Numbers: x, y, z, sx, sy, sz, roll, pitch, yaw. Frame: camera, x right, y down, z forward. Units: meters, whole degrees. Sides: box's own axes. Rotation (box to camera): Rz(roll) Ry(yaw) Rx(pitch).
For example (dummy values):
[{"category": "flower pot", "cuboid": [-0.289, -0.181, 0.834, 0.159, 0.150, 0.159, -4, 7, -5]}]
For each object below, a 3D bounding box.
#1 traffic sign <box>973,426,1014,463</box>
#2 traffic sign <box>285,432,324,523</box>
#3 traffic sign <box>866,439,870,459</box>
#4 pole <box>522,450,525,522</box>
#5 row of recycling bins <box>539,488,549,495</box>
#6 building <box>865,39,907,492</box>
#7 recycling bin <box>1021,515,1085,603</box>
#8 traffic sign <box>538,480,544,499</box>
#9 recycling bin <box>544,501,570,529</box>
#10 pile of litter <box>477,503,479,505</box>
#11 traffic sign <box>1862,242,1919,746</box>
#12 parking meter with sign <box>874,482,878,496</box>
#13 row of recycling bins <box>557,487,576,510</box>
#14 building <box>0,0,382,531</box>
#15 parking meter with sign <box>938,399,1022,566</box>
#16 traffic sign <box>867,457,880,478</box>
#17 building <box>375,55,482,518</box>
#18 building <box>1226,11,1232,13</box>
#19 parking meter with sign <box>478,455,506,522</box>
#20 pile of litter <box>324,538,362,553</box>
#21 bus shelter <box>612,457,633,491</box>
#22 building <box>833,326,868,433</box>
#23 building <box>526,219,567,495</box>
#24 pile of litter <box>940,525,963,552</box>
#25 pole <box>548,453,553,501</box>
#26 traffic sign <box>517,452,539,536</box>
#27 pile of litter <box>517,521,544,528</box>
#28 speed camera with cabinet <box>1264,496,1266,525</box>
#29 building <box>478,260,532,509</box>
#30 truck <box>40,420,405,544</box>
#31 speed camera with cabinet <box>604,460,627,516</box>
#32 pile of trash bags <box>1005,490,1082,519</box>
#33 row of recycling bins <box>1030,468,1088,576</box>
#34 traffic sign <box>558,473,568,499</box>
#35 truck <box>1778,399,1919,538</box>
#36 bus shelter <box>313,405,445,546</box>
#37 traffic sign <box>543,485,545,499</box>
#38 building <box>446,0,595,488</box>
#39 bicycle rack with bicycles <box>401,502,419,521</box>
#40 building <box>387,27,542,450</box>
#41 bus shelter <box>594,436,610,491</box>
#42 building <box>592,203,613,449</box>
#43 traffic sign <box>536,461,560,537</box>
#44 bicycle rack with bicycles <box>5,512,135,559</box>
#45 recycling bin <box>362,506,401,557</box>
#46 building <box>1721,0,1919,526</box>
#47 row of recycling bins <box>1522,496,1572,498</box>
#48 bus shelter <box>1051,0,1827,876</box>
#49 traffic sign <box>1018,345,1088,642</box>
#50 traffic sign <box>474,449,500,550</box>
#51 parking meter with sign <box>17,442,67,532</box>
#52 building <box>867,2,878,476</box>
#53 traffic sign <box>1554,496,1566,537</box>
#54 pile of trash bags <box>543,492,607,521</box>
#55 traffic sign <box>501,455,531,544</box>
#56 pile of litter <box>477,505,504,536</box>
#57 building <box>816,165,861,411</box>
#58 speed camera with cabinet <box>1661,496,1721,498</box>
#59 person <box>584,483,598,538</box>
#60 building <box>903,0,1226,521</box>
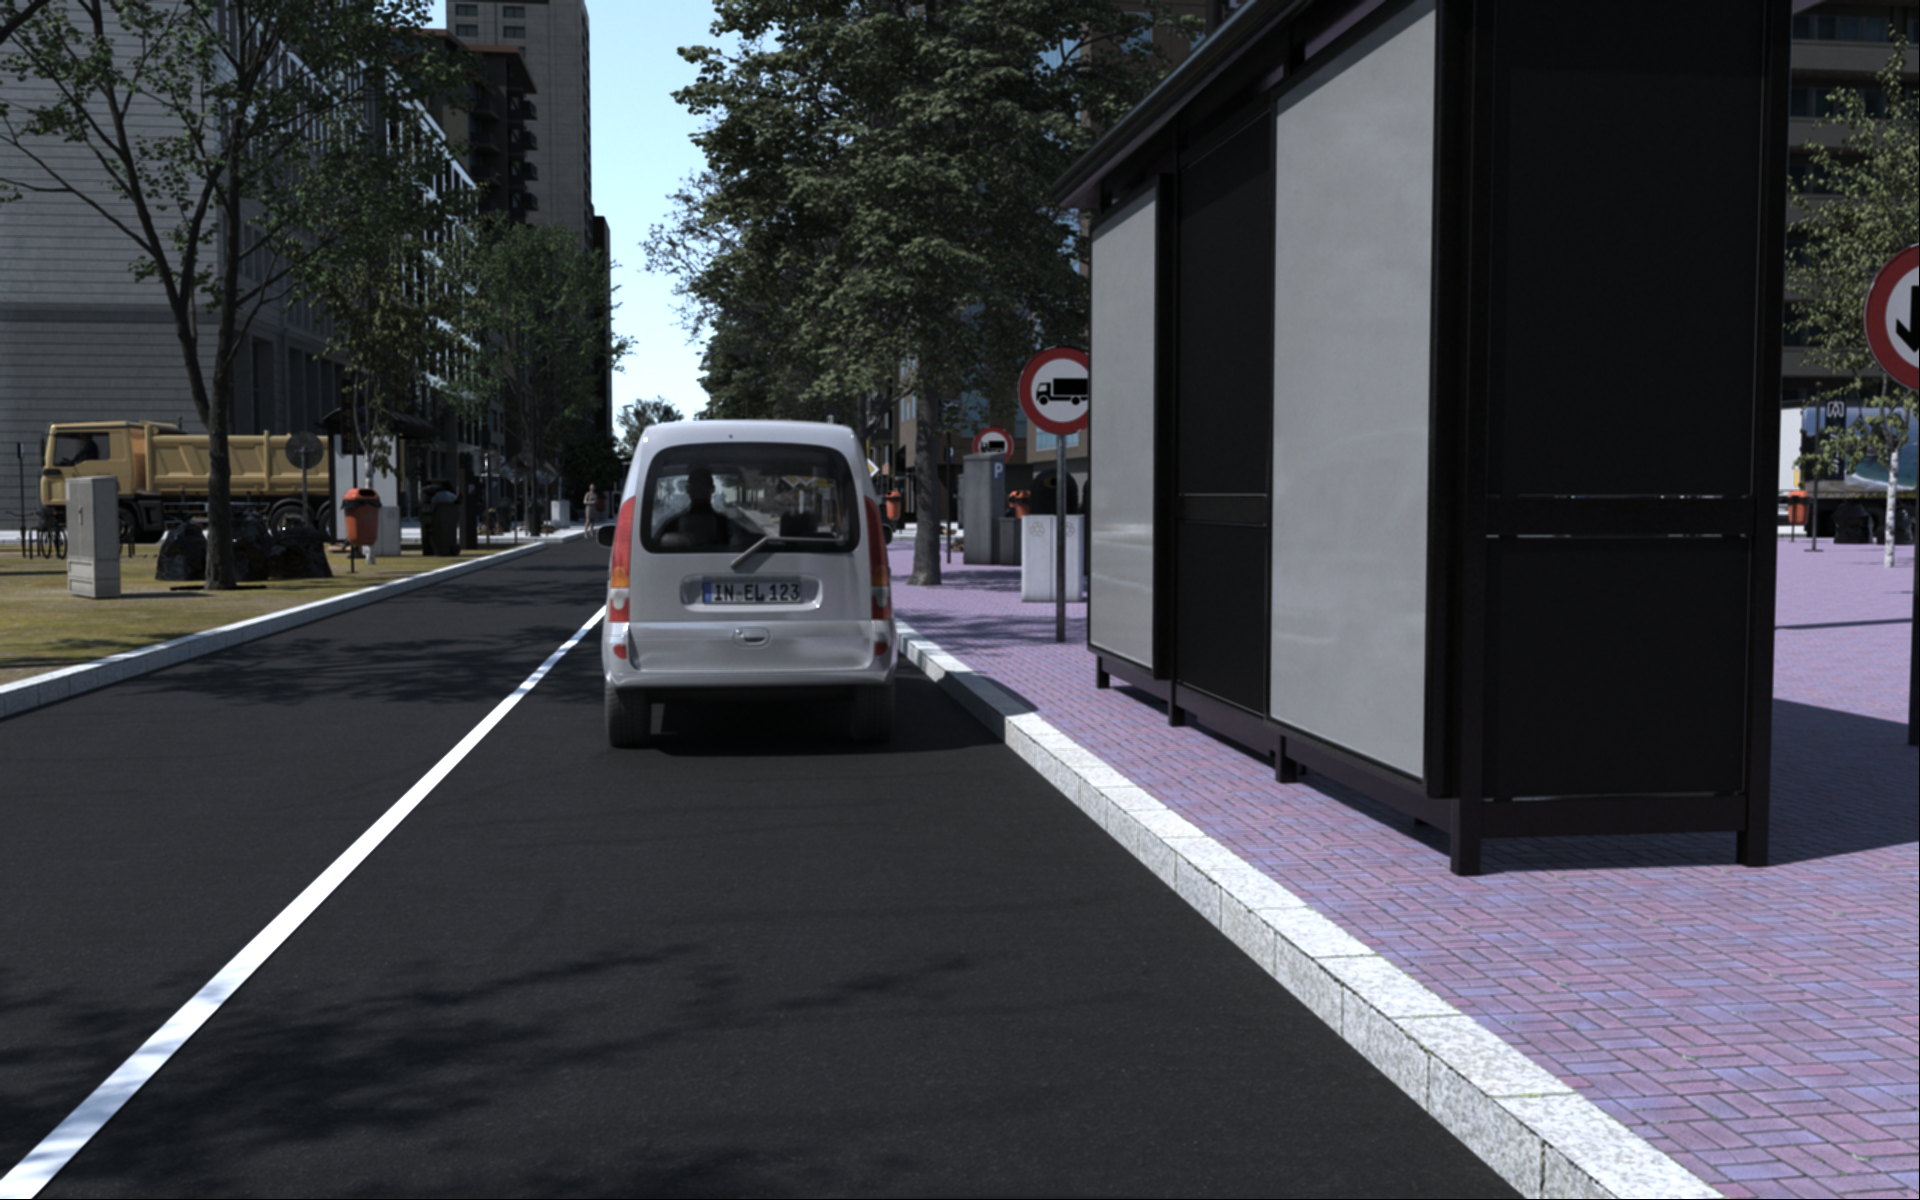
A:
[{"category": "traffic sign", "cuboid": [0.617, -1.980, 32.474, 0.768, 2.556, 0.104, 0, 4, -1]}, {"category": "traffic sign", "cuboid": [-13.388, -2.158, 35.394, 0.768, 2.556, 0.104, 0, 4, -2]}, {"category": "traffic sign", "cuboid": [-4.444, -4.282, 63.876, 2.265, 3.308, 0.079, 0, 4, -2]}, {"category": "pole", "cuboid": [-20.238, -5.294, 80.403, 0.158, 3.312, 0.155, 0, 3, 0]}, {"category": "row of recycling bins", "cuboid": [-28.700, -6.892, 119.794, 1.069, 1.692, 3.534, -1, 4, -10]}, {"category": "building", "cuboid": [2.574, -30.858, 159.155, 22.147, 44.769, 28.867, 0, 4, -8]}, {"category": "recycling bin", "cuboid": [1.122, -0.504, 20.795, 0.722, 1.027, 0.722, 0, 4, 6]}, {"category": "traffic sign", "cuboid": [-20.468, -5.120, 84.901, 0.795, 2.450, 0.064, 0, 4, -4]}, {"category": "recycling bin", "cuboid": [-15.062, -3.189, 64.700, 0.722, 1.027, 0.722, 1, 4, 18]}, {"category": "pile of litter", "cuboid": [-28.462, -5.431, 102.769, 1.176, 0.858, 1.719, 0, 4, -3]}, {"category": "traffic sign", "cuboid": [4.894, -0.530, 8.779, 0.768, 2.556, 0.104, 0, 4, -4]}, {"category": "parking meter with sign", "cuboid": [-5.146, -7.069, 111.839, 1.738, 3.016, 0.543, 1, 4, 13]}, {"category": "row of recycling bins", "cuboid": [-24.105, -6.136, 107.439, 1.069, 1.692, 3.534, -2, 4, -30]}, {"category": "building", "cuboid": [-33.490, -18.164, 74.470, 11.434, 29.767, 29.804, 0, 4, -8]}, {"category": "parking meter with sign", "cuboid": [0.430, -2.149, 31.390, 1.738, 3.016, 0.543, 3, 5, 39]}, {"category": "traffic sign", "cuboid": [-2.851, -3.170, 53.014, 0.795, 2.450, 0.064, 0, 4, -2]}, {"category": "building", "cuboid": [-41.542, -18.420, 105.682, 19.350, 26.468, 34.151, 0, 4, -8]}, {"category": "building", "cuboid": [10.964, -25.807, 72.049, 14.200, 45.320, 14.600, 0, 4, -8]}, {"category": "parking meter with sign", "cuboid": [-21.207, -5.019, 78.324, 1.738, 3.016, 0.543, 3, 5, 43]}, {"category": "pile of litter", "cuboid": [-13.234, -1.457, 37.784, 1.176, 0.858, 1.719, -3, 5, -41]}, {"category": "bus shelter", "cuboid": [-21.025, -7.254, 109.887, 1.731, 3.624, 6.357, 0, 4, -8]}, {"category": "building", "cuboid": [-10.238, -28.102, 231.175, 14.160, 30.474, 14.107, 0, 4, -8]}, {"category": "building", "cuboid": [-65.500, -32.778, 227.794, 32.217, 40.220, 23.993, 0, 4, -8]}, {"category": "pile of litter", "cuboid": [0.311, -1.519, 38.805, 1.719, 0.858, 1.176, -3, 4, -37]}, {"category": "pole", "cuboid": [-20.439, -5.667, 86.506, 0.158, 3.312, 0.155, 0, 3, 0]}, {"category": "traffic sign", "cuboid": [-13.217, -3.221, 52.767, 0.768, 2.556, 0.104, 0, 4, -5]}, {"category": "pile of litter", "cuboid": [-16.426, -3.249, 67.083, 1.719, 0.858, 1.176, -3, 5, -40]}, {"category": "speed camera with cabinet", "cuboid": [7.970, -3.071, 44.554, 2.038, 3.252, 0.660, -3, 4, -38]}, {"category": "building", "cuboid": [-49.796, -17.914, 137.933, 27.650, 21.520, 28.899, 0, 4, -8]}, {"category": "truck", "cuboid": [-20.263, -3.114, 46.843, 9.791, 3.379, 3.469, 0, 4, -8]}, {"category": "speed camera with cabinet", "cuboid": [-19.762, -6.491, 100.456, 0.660, 3.252, 2.038, 2, 4, 28]}, {"category": "pile of trash bags", "cuboid": [2.974, -2.882, 56.875, 3.447, 1.369, 1.912, 3, 5, 41]}, {"category": "row of recycling bins", "cuboid": [2.655, -1.221, 27.071, 3.534, 1.692, 1.069, 2, 4, 33]}, {"category": "traffic sign", "cuboid": [-22.542, -6.017, 98.486, 0.768, 2.556, 0.104, 0, 4, 2]}, {"category": "truck", "cuboid": [30.257, -3.921, 53.017, 11.283, 4.237, 2.839, 0, 4, -7]}, {"category": "bus shelter", "cuboid": [-13.790, -2.912, 41.529, 2.014, 3.302, 5.546, 0, 4, -8]}, {"category": "traffic sign", "cuboid": [-21.686, -5.523, 90.300, 0.884, 2.594, 0.081, 0, 3, 0]}, {"category": "building", "cuboid": [-61.596, -49.661, 250.216, 20.563, 71.187, 20.611, 0, 4, -8]}, {"category": "bicycle rack with bicycles", "cuboid": [-25.334, -4.242, 82.743, 2.925, 0.926, 2.852, -3, 5, -41]}, {"category": "building", "cuboid": [-52.314, -31.276, 165.979, 22.147, 44.769, 28.867, 0, 4, -8]}, {"category": "bus shelter", "cuboid": [-24.462, -8.676, 119.490, 2.179, 5.291, 8.768, 0, 4, -8]}, {"category": "building", "cuboid": [-61.629, -37.881, 269.472, 14.600, 45.320, 14.200, 0, 4, -8]}, {"category": "traffic sign", "cuboid": [-12.445, -2.967, 52.146, 0.795, 2.450, 0.064, 0, 4, -8]}, {"category": "bicycle rack with bicycles", "cuboid": [-17.919, -1.327, 35.086, 2.852, 0.926, 2.925, -1, 4, -22]}, {"category": "recycling bin", "cuboid": [-11.900, -1.409, 35.596, 0.722, 1.027, 0.722, -1, 4, -22]}, {"category": "building", "cuboid": [39.872, -27.872, 79.409, 21.600, 48.544, 21.300, 0, 4, -8]}, {"category": "row of recycling bins", "cuboid": [27.078, -4.426, 79.482, 3.534, 1.692, 1.069, -2, 4, -26]}, {"category": "bus shelter", "cuboid": [1.883, -1.978, 9.980, 2.179, 5.291, 8.768, 0, 4, -8]}, {"category": "traffic sign", "cuboid": [0.876, -0.908, 14.957, 0.768, 2.556, 0.104, 0, 4, -3]}, {"category": "traffic sign", "cuboid": [-10.766, -2.283, 39.460, 0.606, 2.300, 0.079, 0, 4, 1]}, {"category": "parking meter with sign", "cuboid": [-30.889, -3.821, 58.732, 1.738, 3.016, 0.543, -1, 4, -18]}, {"category": "building", "cuboid": [-0.907, -45.538, 182.796, 20.563, 71.187, 20.611, 0, 4, -8]}, {"category": "traffic sign", "cuboid": [4.297, -0.751, 12.391, 0.768, 2.556, 0.104, 0, 4, -6]}, {"category": "pile of trash bags", "cuboid": [-18.687, -4.488, 83.130, 3.447, 1.369, 1.912, -1, 4, -8]}, {"category": "traffic sign", "cuboid": [-11.351, -2.483, 44.236, 0.795, 2.450, 0.064, 0, 4, -8]}, {"category": "pile of litter", "cuboid": [-14.825, -2.438, 53.825, 1.176, 0.858, 1.719, -2, 4, -28]}, {"category": "building", "cuboid": [-9.607, -38.271, 249.431, 21.300, 48.544, 21.600, 0, 4, -8]}, {"category": "speed camera with cabinet", "cuboid": [26.592, -4.201, 63.014, 0.660, 3.252, 2.038, -3, 4, -37]}, {"category": "person", "cuboid": [-12.003, -2.909, 56.401, 0.374, 1.781, 0.599, 3, 5, 44]}, {"category": "building", "cuboid": [4.443, -26.860, 89.272, 14.600, 45.320, 14.200, 0, 4, -8]}]
